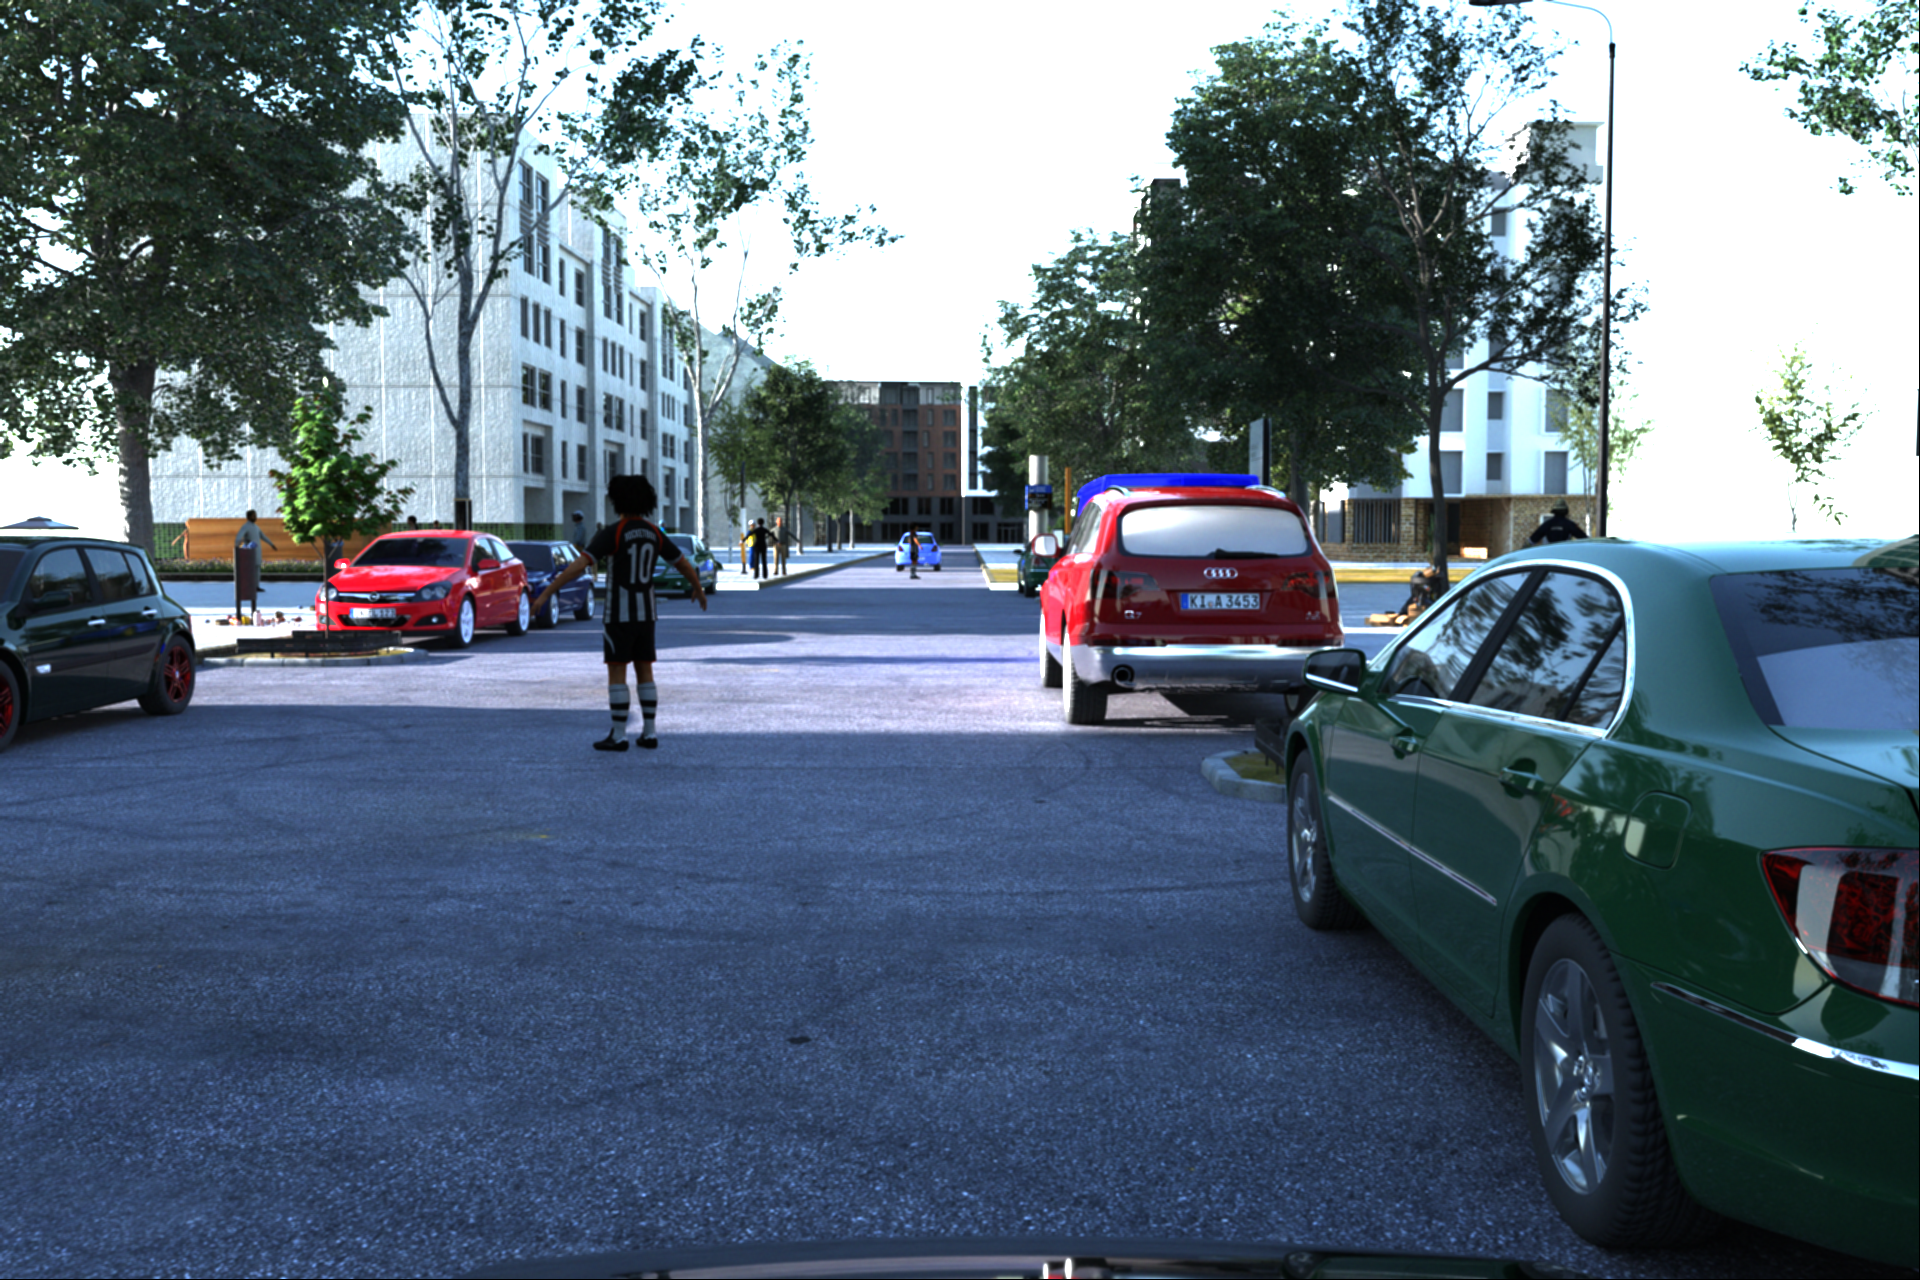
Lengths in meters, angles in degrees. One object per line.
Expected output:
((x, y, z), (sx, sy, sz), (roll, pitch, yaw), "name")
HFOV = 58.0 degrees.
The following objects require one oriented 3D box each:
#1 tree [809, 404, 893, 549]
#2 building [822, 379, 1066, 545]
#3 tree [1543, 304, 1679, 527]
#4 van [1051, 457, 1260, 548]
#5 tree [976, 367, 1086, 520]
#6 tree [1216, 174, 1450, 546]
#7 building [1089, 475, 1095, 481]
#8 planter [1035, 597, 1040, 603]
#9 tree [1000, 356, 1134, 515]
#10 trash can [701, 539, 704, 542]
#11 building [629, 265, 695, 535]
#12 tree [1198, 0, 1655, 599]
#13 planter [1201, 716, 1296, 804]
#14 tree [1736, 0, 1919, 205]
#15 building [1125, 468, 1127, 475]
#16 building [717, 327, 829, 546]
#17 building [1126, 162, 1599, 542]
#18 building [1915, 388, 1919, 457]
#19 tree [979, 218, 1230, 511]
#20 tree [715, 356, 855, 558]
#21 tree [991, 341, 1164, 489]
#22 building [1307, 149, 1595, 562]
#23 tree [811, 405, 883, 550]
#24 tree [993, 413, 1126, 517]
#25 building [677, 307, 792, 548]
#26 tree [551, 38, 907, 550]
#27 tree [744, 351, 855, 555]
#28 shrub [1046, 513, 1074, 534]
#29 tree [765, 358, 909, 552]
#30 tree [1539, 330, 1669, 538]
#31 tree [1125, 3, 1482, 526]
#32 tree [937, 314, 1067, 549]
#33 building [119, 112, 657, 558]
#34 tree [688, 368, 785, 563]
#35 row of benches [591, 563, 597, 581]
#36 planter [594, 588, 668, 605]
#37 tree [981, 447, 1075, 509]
((-9.848, -14.266, 151.380), (7.486, 12.596, 7.792), (0, 3, 0), "tree")
((-2.883, -24.088, 240.274), (32.646, 21.610, 27.936), (0, 4, -5), "building")
((20.626, -6.471, 56.158), (4.360, 8.622, 3.978), (0, 3, 0), "tree")
((2.251, -0.956, 20.009), (2.240, 2.365, 5.245), (0, 3, 0), "van")
((5.325, -13.226, 122.900), (9.857, 13.997, 8.962), (0, 3, 0), "tree")
((11.266, -8.247, 52.958), (7.486, 12.596, 7.792), (0, 3, 0), "tree")
((21.698, -16.943, 219.157), (9.099, 9.664, 28.070), (0, 3, 0), "building")
((2.592, -0.947, 36.617), (1.991, 0.319, 1.994), (0, 4, 1), "planter")
((6.021, -10.464, 96.848), (9.928, 11.665, 9.643), (0, 3, 0), "tree")
((-7.850, -2.391, 50.749), (0.748, 1.137, 0.748), (0, 3, 0), "trash can")
((-29.916, -15.730, 123.640), (16.747, 18.905, 31.486), (0, 4, 1), "building")
((7.711, -5.755, 28.506), (7.601, 10.594, 8.767), (2, 4, 25), "tree")
((2.434, 0.681, 9.999), (1.991, 0.319, 1.994), (0, 4, 1), "planter")
((25.875, -11.598, 45.520), (12.611, 20.169, 13.585), (0, 3, 0), "tree")
((19.784, -14.859, 185.086), (9.099, 9.664, 28.070), (0, 4, 1), "building")
((-24.814, -22.167, 193.358), (19.493, 23.208, 18.063), (0, 4, 0), "building")
((24.536, -16.377, 111.742), (27.936, 21.610, 32.646), (0, 4, 0), "building")
((25.685, -13.989, 22.224), (14.314, 27.812, 24.014), (0, 4, 1), "building")
((5.946, -9.897, 68.465), (9.857, 13.997, 8.962), (0, 3, 0), "tree")
((-9.366, -9.614, 91.594), (8.767, 10.594, 7.601), (1, 4, 21), "tree")
((5.598, -8.859, 79.256), (8.767, 10.594, 7.601), (0, 4, -2), "tree")
((23.173, -14.386, 91.638), (16.016, 20.090, 11.380), (0, 4, 0), "building")
((-9.836, -13.141, 140.604), (9.928, 11.665, 9.643), (0, 3, 0), "tree")
((6.147, -10.573, 107.281), (8.767, 10.594, 7.601), (0, 4, 4), "tree")
((-27.210, -20.908, 172.781), (19.493, 23.208, 18.063), (0, 4, 1), "building")
((-8.484, -12.822, 65.524), (12.611, 20.169, 13.585), (0, 3, 0), "tree")
((-10.443, -11.620, 108.115), (7.486, 12.596, 7.792), (0, 3, 0), "tree")
((3.527, -3.172, 56.283), (1.690, 2.028, 1.600), (0, 3, 0), "shrub")
((-9.175, -12.878, 120.924), (12.009, 13.543, 11.850), (0, 3, 0), "tree")
((22.775, -6.891, 63.032), (4.360, 8.622, 3.978), (0, 3, 0), "tree")
((8.454, -8.305, 42.435), (9.857, 13.997, 8.962), (0, 3, 0), "tree")
((4.408, -18.016, 150.446), (12.611, 20.169, 13.585), (0, 3, 0), "tree")
((-27.013, -13.602, 88.848), (16.747, 18.905, 31.486), (0, 4, 1), "building")
((-9.987, -7.743, 76.965), (4.737, 8.622, 4.395), (0, 3, 0), "tree")
((-11.436, -1.858, 45.841), (1.422, 0.672, 4.104), (3, 5, 39), "row of benches")
((-7.137, -0.905, 35.942), (1.991, 0.319, 1.994), (0, 4, 1), "planter")
((6.134, -12.225, 134.286), (8.767, 10.594, 7.601), (-1, 4, -16), "tree")
